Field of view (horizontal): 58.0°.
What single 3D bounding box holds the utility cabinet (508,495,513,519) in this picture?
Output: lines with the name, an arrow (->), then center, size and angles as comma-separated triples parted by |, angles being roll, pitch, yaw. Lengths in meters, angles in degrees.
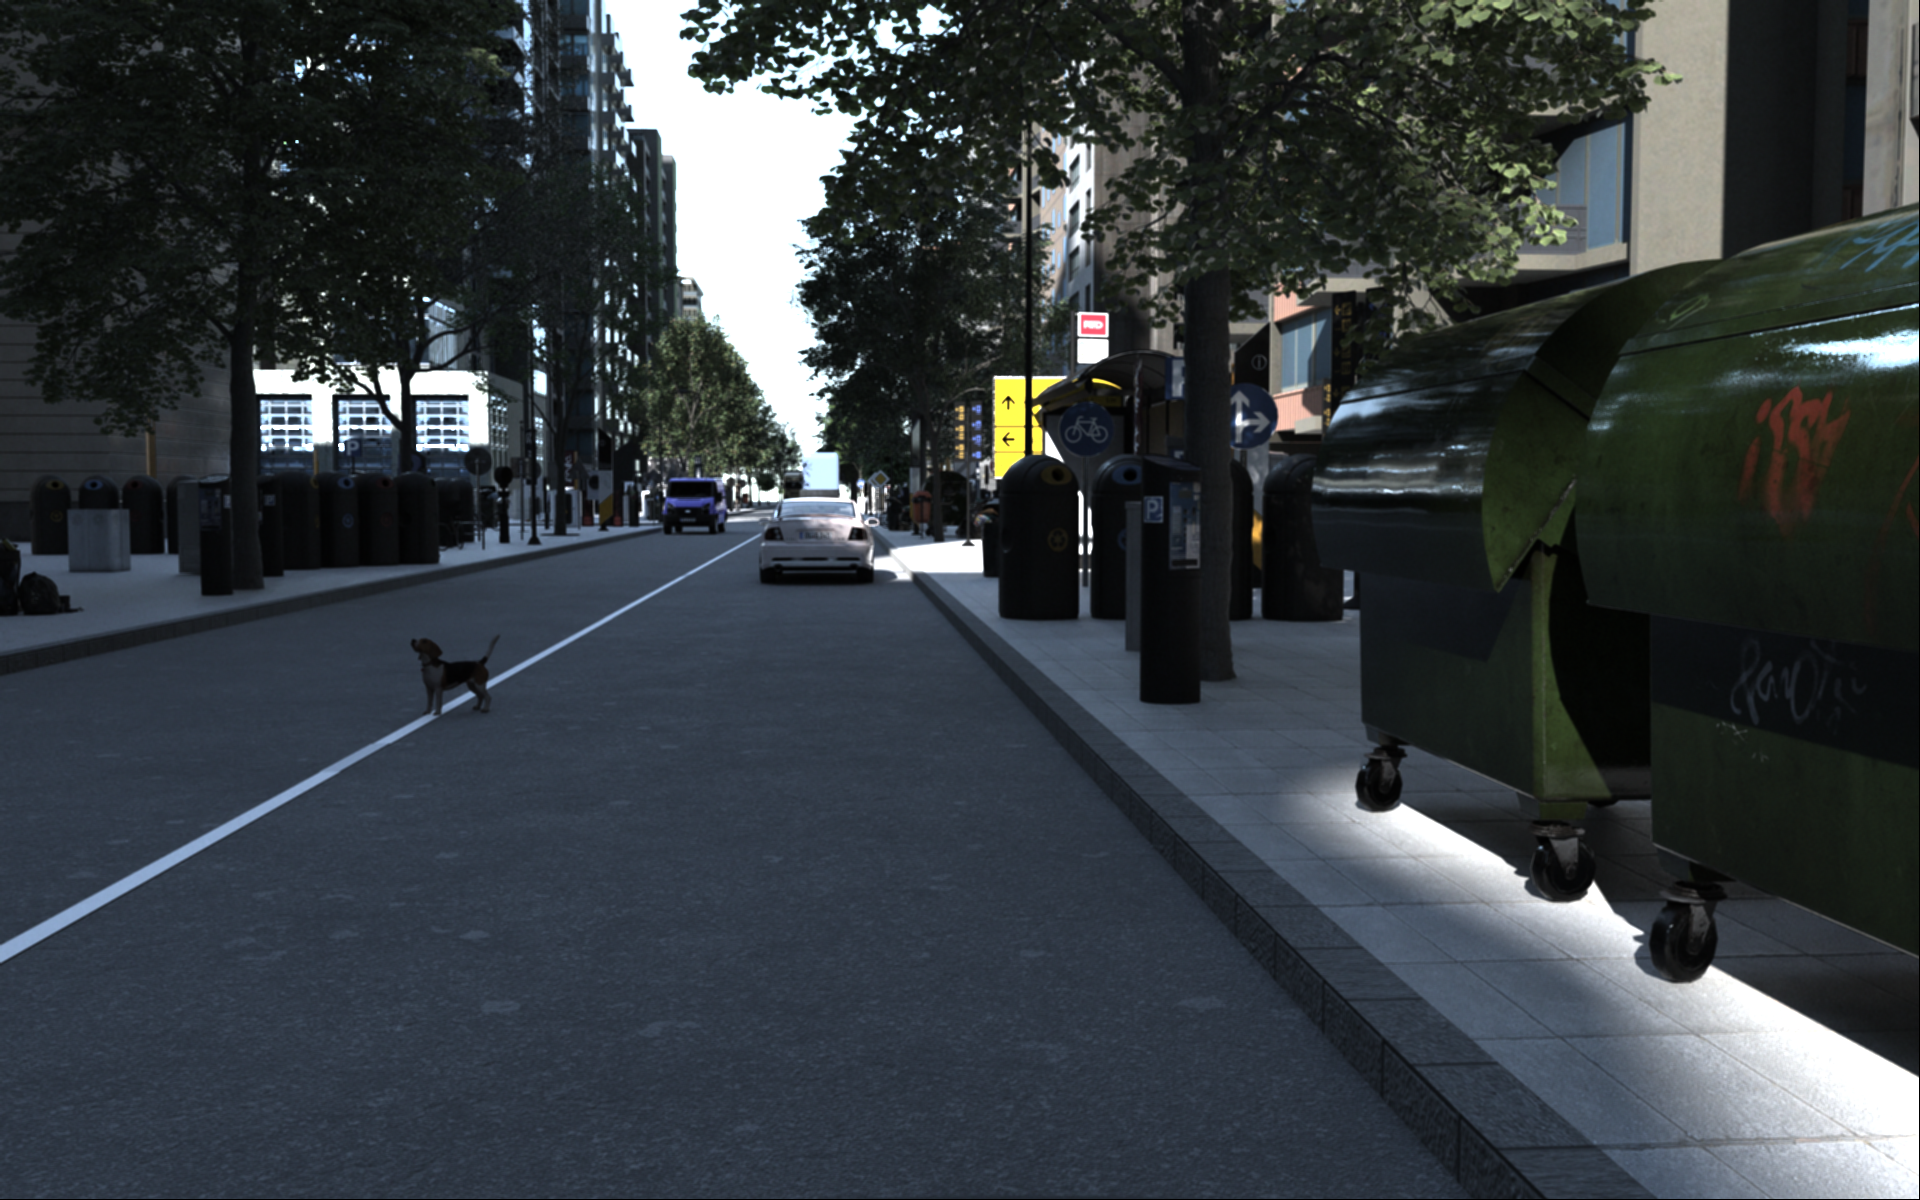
utility cabinet -> -23.081, -4.780, 89.313 | 1.020, 1.237, 0.306 | 3, 5, 39

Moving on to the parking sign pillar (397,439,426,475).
parking sign pillar -> -26.638, -5.855, 84.199 | 1.447, 3.967, 1.447 | 0, 4, 7

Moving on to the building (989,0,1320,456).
building -> 13.686, -29.644, 139.309 | 22.147, 44.769, 28.867 | 0, 4, -4

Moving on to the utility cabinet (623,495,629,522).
utility cabinet -> -15.079, -4.160, 79.184 | 0.306, 1.237, 1.020 | 1, 4, 18

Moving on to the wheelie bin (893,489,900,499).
wheelie bin -> -4.081, -6.430, 113.045 | 0.693, 1.594, 0.980 | -3, 5, -42

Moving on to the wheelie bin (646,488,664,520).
wheelie bin -> -14.922, -4.708, 84.878 | 0.980, 1.594, 0.693 | 3, 5, 42

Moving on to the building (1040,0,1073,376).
building -> 12.794, -28.108, 109.670 | 14.600, 45.320, 14.200 | 0, 4, -4

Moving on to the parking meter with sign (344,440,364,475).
parking meter with sign -> -19.427, -3.667, 56.210 | 0.543, 3.016, 1.738 | 0, 4, -3

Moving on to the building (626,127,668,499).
building -> -39.870, -30.840, 187.833 | 14.154, 41.232, 14.086 | 0, 4, -4

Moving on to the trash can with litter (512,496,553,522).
trash can with litter -> -19.197, -4.166, 79.169 | 2.233, 1.210, 1.678 | 1, 4, 23

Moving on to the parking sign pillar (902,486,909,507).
parking sign pillar -> -2.924, -7.136, 105.141 | 1.447, 3.967, 1.447 | -2, 4, -27

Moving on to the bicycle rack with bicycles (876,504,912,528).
bicycle rack with bicycles -> -1.948, -3.252, 66.548 | 2.925, 0.926, 2.852 | -1, 4, -16

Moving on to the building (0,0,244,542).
building -> -35.121, -15.477, 50.306 | 25.104, 27.353, 12.463 | 0, 4, -4

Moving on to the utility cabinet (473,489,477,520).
utility cabinet -> -22.164, -4.313, 79.202 | 0.318, 1.500, 1.173 | 0, 4, 7

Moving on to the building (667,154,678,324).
building -> -40.559, -31.714, 202.120 | 14.154, 41.232, 14.086 | 0, 4, -4

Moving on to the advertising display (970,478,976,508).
advertising display -> 0.405, -3.996, 70.551 | 0.123, 1.923, 0.974 | 2, 4, 24

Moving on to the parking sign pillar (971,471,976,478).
parking sign pillar -> 0.630, -7.891, 117.492 | 1.447, 3.967, 1.447 | 2, 4, 29

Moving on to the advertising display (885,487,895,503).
advertising display -> -6.004, -8.631, 146.336 | 0.974, 1.923, 0.123 | 1, 4, 14

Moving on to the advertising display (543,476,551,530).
advertising display -> -15.040, -3.538, 63.060 | 0.123, 1.923, 0.974 | 0, 4, -6

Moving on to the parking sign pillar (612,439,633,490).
parking sign pillar -> -16.671, -5.891, 84.787 | 1.447, 3.967, 1.447 | -1, 4, -21

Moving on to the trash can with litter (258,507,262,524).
trash can with litter -> -12.893, -1.288, 32.445 | 0.624, 1.170, 1.055 | -2, 4, -26

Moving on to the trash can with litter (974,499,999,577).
trash can with litter -> 0.542, -0.959, 27.060 | 0.624, 1.170, 1.055 | 0, 4, 2

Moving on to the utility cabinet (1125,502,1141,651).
utility cabinet -> 1.699, -0.207, 14.545 | 0.306, 1.237, 1.020 | 2, 4, 25

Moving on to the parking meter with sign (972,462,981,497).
parking meter with sign -> 0.733, -5.185, 81.040 | 0.543, 3.016, 1.738 | 1, 4, 9

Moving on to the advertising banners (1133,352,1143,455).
advertising banners -> 2.155, -1.605, 22.428 | 0.090, 3.025, 2.074 | 0, 4, -4

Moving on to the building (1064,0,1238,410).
building -> 13.564, -19.807, 95.543 | 14.107, 30.474, 14.160 | 0, 4, -4

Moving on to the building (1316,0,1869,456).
building -> 18.324, -23.868, 44.872 | 22.147, 44.769, 28.867 | 0, 4, -4

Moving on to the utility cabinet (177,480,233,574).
utility cabinet -> -11.906, -1.152, 27.511 | 1.173, 1.500, 0.318 | 2, 4, 27

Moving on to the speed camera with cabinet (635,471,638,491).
speed camera with cabinet -> -27.875, -9.290, 146.228 | 2.038, 3.252, 0.660 | 2, 4, 27

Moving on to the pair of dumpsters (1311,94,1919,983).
pair of dumpsters -> 2.372, -0.152, 4.973 | 1.574, 2.255, 4.437 | 0, 4, -4

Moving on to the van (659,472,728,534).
van -> -9.700, -3.614, 63.480 | 2.240, 2.365, 5.245 | 0, 4, -3

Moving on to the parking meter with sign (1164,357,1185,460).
parking meter with sign -> 2.947, -1.628, 22.887 | 0.543, 3.016, 1.738 | 0, 4, 5

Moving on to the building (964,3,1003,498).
building -> 10.860, -39.009, 179.793 | 21.231, 58.520, 28.212 | 0, 4, -4

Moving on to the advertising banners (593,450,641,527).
advertising banners -> -13.450, -4.401, 68.141 | 2.074, 3.025, 0.090 | 2, 4, 23

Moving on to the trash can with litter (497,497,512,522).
trash can with litter -> -21.247, -4.199, 80.033 | 0.624, 1.170, 1.055 | 1, 4, 23

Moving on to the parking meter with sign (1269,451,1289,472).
parking meter with sign -> 5.389, -2.068, 30.073 | 0.543, 3.016, 1.738 | 3, 4, 39

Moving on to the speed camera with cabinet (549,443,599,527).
speed camera with cabinet -> -14.645, -4.428, 66.727 | 2.038, 3.252, 0.660 | 0, 4, 5

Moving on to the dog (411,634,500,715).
dog -> -3.286, 0.488, 11.305 | 0.406, 0.507, 0.540 | 0, 4, 5

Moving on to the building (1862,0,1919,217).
building -> 23.220, -23.740, 11.853 | 21.300, 48.544, 21.600 | 0, 4, -4

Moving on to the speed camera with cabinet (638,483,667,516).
speed camera with cabinet -> -17.255, -6.434, 99.528 | 2.038, 3.252, 0.660 | 1, 4, 18

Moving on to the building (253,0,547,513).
building -> -37.061, -48.358, 103.333 | 22.319, 86.520, 31.000 | 0, 4, -4

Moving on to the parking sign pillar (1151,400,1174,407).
parking sign pillar -> 4.602, -3.078, 38.804 | 1.447, 3.967, 1.447 | -1, 4, -14

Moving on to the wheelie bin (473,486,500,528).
wheelie bin -> -17.897, -3.534, 65.687 | 0.980, 1.594, 0.693 | 0, 3, 0

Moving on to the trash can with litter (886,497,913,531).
trash can with litter -> -2.081, -3.003, 60.486 | 1.055, 1.170, 0.624 | 3, 5, 43

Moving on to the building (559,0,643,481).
building -> -42.913, -33.363, 165.085 | 23.786, 49.044, 30.456 | 0, 4, -4

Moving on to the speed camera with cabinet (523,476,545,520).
speed camera with cabinet -> -19.656, -5.360, 81.978 | 0.660, 3.252, 2.038 | 3, 5, 43

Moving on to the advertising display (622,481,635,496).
advertising display -> -15.853, -4.747, 82.830 | 0.123, 1.923, 0.974 | 1, 4, 21

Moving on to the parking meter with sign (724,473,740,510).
parking meter with sign -> -19.175, -9.023, 143.789 | 1.738, 3.016, 0.543 | 2, 4, 25

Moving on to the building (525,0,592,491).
building -> -40.537, -42.760, 137.380 | 20.563, 71.187, 20.611 | 0, 4, -4

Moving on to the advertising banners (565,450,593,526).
advertising banners -> -14.783, -4.443, 68.831 | 2.074, 3.025, 0.090 | -1, 4, -11

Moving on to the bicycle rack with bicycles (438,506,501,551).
bicycle rack with bicycles -> -12.271, -1.627, 39.986 | 2.852, 0.926, 2.925 | -3, 4, -38

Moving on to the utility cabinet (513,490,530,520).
utility cabinet -> -21.584, -4.718, 85.816 | 0.318, 1.500, 1.173 | 3, 5, 40

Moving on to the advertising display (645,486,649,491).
advertising display -> -23.674, -7.789, 132.561 | 0.974, 1.923, 0.123 | -3, 4, -39

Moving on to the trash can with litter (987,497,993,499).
trash can with litter -> 0.613, -2.786, 56.931 | 1.055, 1.170, 0.624 | 2, 4, 29
